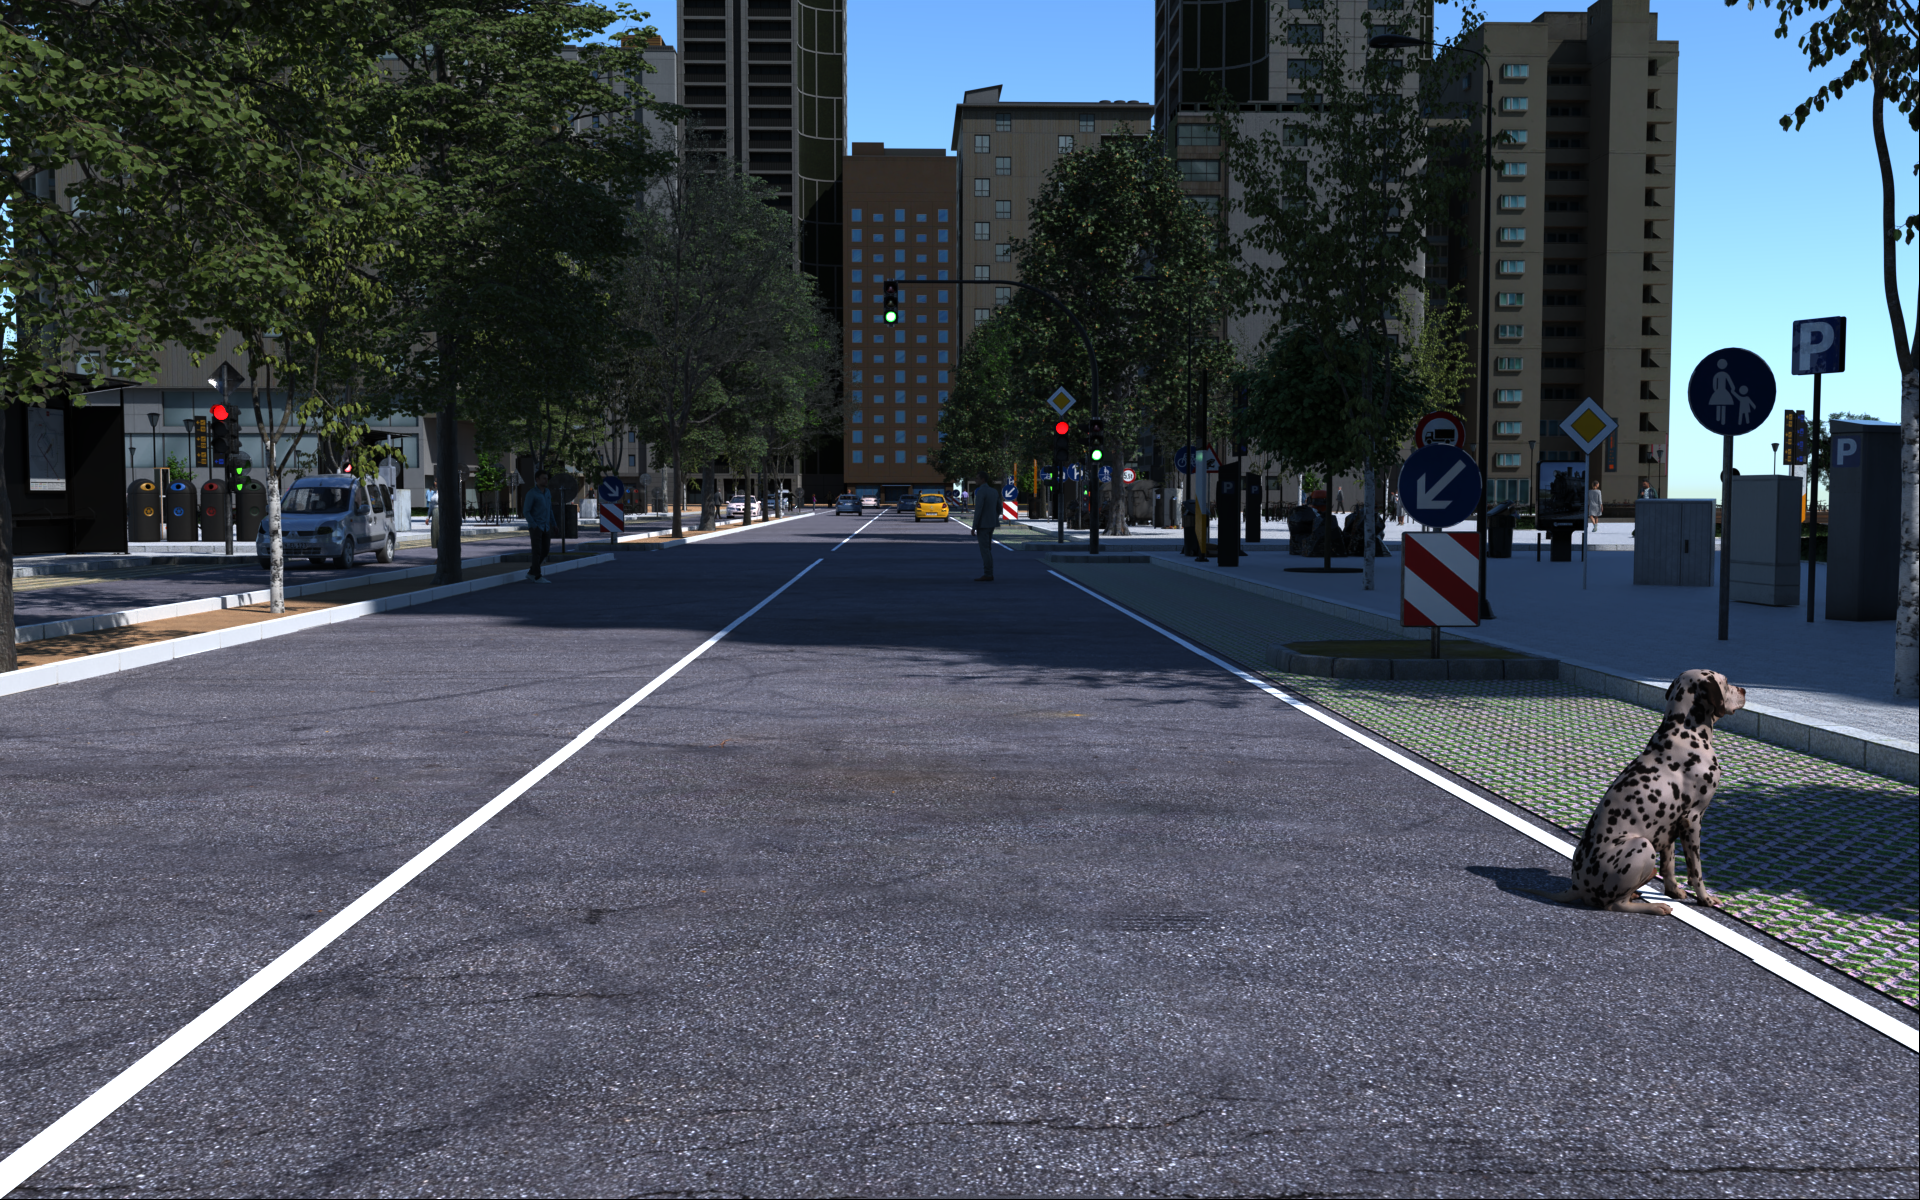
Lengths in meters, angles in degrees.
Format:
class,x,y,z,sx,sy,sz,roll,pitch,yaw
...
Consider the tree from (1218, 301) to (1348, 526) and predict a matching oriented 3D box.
class,x,y,z,sx,sy,sz,roll,pitch,yaw
tree,12.374,-6.958,64.119,4.360,8.622,3.978,0,3,0

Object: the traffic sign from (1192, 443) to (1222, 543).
class,x,y,z,sx,sy,sz,roll,pitch,yaw
traffic sign,6.325,-2.693,44.042,0.884,2.594,0.081,0,4,1

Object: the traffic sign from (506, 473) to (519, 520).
class,x,y,z,sx,sy,sz,roll,pitch,yaw
traffic sign,-21.703,-5.010,84.050,0.606,2.300,0.079,0,4,1

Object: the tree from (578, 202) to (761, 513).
class,x,y,z,sx,sy,sz,roll,pitch,yaw
tree,-20.920,-15.870,115.360,12.611,20.169,13.585,0,3,0

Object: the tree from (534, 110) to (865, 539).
class,x,y,z,sx,sy,sz,roll,pitch,yaw
tree,-9.100,-8.719,55.383,12.009,13.543,11.850,0,3,0

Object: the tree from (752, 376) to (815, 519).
class,x,y,z,sx,sy,sz,roll,pitch,yaw
tree,-9.984,-8.778,96.334,4.360,8.622,3.978,0,3,0

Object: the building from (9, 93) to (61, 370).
class,x,y,z,sx,sy,sz,roll,pitch,yaw
building,-72.122,-28.819,163.068,23.993,40.220,32.217,0,4,-2

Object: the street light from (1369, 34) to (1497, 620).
class,x,y,z,sx,sy,sz,roll,pitch,yaw
street light,4.831,-2.762,17.694,1.470,5.913,1.316,0,4,-2

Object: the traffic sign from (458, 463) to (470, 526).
class,x,y,z,sx,sy,sz,roll,pitch,yaw
traffic sign,-20.337,-4.308,70.539,0.768,2.556,0.104,0,4,5

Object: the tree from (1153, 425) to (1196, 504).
class,x,y,z,sx,sy,sz,roll,pitch,yaw
tree,13.649,-9.552,106.534,4.360,8.622,3.978,0,3,0

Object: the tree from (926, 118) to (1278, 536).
class,x,y,z,sx,sy,sz,roll,pitch,yaw
tree,4.912,-8.338,53.333,9.611,12.733,9.660,0,3,0

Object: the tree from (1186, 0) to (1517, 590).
class,x,y,z,sx,sy,sz,roll,pitch,yaw
tree,5.228,-4.437,22.909,4.737,8.622,4.395,0,3,0

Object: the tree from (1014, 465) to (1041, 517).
class,x,y,z,sx,sy,sz,roll,pitch,yaw
tree,3.872,-6.205,96.057,1.663,3.219,1.824,0,3,0

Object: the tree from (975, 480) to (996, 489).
class,x,y,z,sx,sy,sz,roll,pitch,yaw
tree,2.052,-8.782,138.190,1.663,3.219,1.824,0,3,0

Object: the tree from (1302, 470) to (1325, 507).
class,x,y,z,sx,sy,sz,roll,pitch,yaw
tree,22.759,-7.249,113.124,1.663,3.219,1.824,0,3,0

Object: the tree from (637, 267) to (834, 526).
class,x,y,z,sx,sy,sz,roll,pitch,yaw
tree,-9.401,-9.096,76.934,9.928,11.665,9.643,0,3,0

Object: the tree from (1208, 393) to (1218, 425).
class,x,y,z,sx,sy,sz,roll,pitch,yaw
tree,11.981,-7.341,70.385,4.360,8.622,3.978,0,3,0

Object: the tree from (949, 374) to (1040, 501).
class,x,y,z,sx,sy,sz,roll,pitch,yaw
tree,3.417,-13.216,122.734,9.857,13.997,8.962,0,3,0

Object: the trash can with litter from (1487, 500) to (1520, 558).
class,x,y,z,sx,sy,sz,roll,pitch,yaw
trash can with litter,10.634,-1.428,34.737,1.055,1.170,0.624,0,4,-8

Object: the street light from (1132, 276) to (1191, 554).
class,x,y,z,sx,sy,sz,roll,pitch,yaw
street light,4.358,-3.945,37.040,1.470,5.913,1.316,0,4,-2

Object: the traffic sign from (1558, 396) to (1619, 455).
class,x,y,z,sx,sy,sz,roll,pitch,yaw
traffic sign,8.442,-1.439,23.261,0.795,2.593,0.064,0,4,4

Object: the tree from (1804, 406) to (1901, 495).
class,x,y,z,sx,sy,sz,roll,pitch,yaw
tree,58.872,-9.028,110.517,11.467,7.101,20.602,0,4,-3

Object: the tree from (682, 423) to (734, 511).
class,x,y,z,sx,sy,sz,roll,pitch,yaw
tree,-20.076,-10.837,127.546,4.737,8.622,4.395,0,3,0

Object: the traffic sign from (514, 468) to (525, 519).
class,x,y,z,sx,sy,sz,roll,pitch,yaw
traffic sign,-22.504,-5.374,87.863,0.884,2.594,0.081,0,4,7

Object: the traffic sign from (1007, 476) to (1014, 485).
class,x,y,z,sx,sy,sz,roll,pitch,yaw
traffic sign,3.360,-7.032,115.086,0.768,2.556,0.104,0,4,6

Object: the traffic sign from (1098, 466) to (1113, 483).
class,x,y,z,sx,sy,sz,roll,pitch,yaw
traffic sign,6.608,-4.777,78.213,0.768,2.556,0.104,0,4,2

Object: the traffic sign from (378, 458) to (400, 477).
class,x,y,z,sx,sy,sz,roll,pitch,yaw
traffic sign,-19.891,-3.687,60.388,0.768,2.556,0.104,0,4,0

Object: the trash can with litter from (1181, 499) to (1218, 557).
class,x,y,z,sx,sy,sz,roll,pitch,yaw
trash can with litter,5.004,-1.473,35.475,0.624,1.170,1.055,-2,4,-28

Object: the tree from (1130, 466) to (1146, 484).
class,x,y,z,sx,sy,sz,roll,pitch,yaw
tree,12.305,-7.666,119.946,1.663,3.219,1.824,0,3,0

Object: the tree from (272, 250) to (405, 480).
class,x,y,z,sx,sy,sz,roll,pitch,yaw
tree,-18.320,-6.149,50.897,4.360,8.622,3.978,0,3,0

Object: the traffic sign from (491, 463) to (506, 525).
class,x,y,z,sx,sy,sz,roll,pitch,yaw
traffic sign,-18.850,-4.303,70.462,0.768,2.556,0.104,0,4,-1

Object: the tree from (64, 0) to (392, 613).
class,x,y,z,sx,sy,sz,roll,pitch,yaw
tree,-8.125,-4.124,20.242,4.737,8.622,4.395,0,3,0

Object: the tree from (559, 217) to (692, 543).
class,x,y,z,sx,sy,sz,roll,pitch,yaw
tree,-9.170,-5.690,45.857,4.360,8.622,3.978,0,3,0

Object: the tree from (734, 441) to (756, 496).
class,x,y,z,sx,sy,sz,roll,pitch,yaw
tree,-21.729,-13.384,169.183,4.737,8.622,4.395,0,3,0

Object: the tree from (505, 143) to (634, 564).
class,x,y,z,sx,sy,sz,roll,pitch,yaw
tree,-8.506,-5.021,34.907,4.737,8.622,4.395,0,3,0

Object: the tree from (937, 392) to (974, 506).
class,x,y,z,sx,sy,sz,roll,pitch,yaw
tree,0.941,-16.163,182.384,7.486,12.596,7.792,0,3,0

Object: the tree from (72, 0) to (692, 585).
class,x,y,z,sx,sy,sz,roll,pitch,yaw
tree,-8.184,-6.531,27.373,7.486,12.596,7.792,0,3,0

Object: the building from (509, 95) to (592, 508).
class,x,y,z,sx,sy,sz,roll,pitch,yaw
building,-48.158,-28.899,164.385,23.993,40.220,32.217,0,4,-2

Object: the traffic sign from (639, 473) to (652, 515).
class,x,y,z,sx,sy,sz,roll,pitch,yaw
traffic sign,-19.303,-6.495,106.298,0.768,2.556,0.104,0,4,6

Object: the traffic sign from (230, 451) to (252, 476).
class,x,y,z,sx,sy,sz,roll,pitch,yaw
traffic sign,-21.246,-3.119,51.110,0.768,2.556,0.104,0,4,7

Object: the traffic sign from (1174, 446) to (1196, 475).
class,x,y,z,sx,sy,sz,roll,pitch,yaw
traffic sign,5.989,-2.768,45.368,0.768,2.556,0.104,0,4,5

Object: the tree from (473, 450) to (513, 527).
class,x,y,z,sx,sy,sz,roll,pitch,yaw
tree,-18.827,-4.527,68.622,1.663,3.219,1.824,0,3,0

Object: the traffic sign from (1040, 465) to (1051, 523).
class,x,y,z,sx,sy,sz,roll,pitch,yaw
traffic sign,3.946,-4.714,77.178,0.768,2.556,0.104,0,4,4

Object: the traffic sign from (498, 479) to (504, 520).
class,x,y,z,sx,sy,sz,roll,pitch,yaw
traffic sign,-22.653,-5.182,84.824,0.768,2.556,0.104,0,4,3

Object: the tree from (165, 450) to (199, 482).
class,x,y,z,sx,sy,sz,roll,pitch,yaw
tree,-34.984,-5.034,76.908,1.663,3.219,1.824,0,3,0

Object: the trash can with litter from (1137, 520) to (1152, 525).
class,x,y,z,sx,sy,sz,roll,pitch,yaw
trash can with litter,7.754,-3.672,71.429,1.055,1.170,0.624,-1,4,-15

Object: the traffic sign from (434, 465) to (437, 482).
class,x,y,z,sx,sy,sz,roll,pitch,yaw
traffic sign,-18.133,-3.581,60.680,0.606,2.300,0.079,0,4,3

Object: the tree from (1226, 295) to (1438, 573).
class,x,y,z,sx,sy,sz,roll,pitch,yaw
tree,6.151,-2.746,28.615,4.285,4.588,4.351,0,3,0

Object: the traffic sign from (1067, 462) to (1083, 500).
class,x,y,z,sx,sy,sz,roll,pitch,yaw
traffic sign,4.610,-4.170,68.284,0.768,2.556,0.104,0,4,1

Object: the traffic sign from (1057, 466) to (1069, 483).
class,x,y,z,sx,sy,sz,roll,pitch,yaw
traffic sign,4.523,-4.766,78.037,0.768,2.556,0.104,0,4,7

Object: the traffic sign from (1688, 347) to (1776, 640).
class,x,y,z,sx,sy,sz,roll,pitch,yaw
traffic sign,6.717,-0.921,15.166,0.768,2.556,0.104,0,3,0

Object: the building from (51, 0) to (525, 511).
class,x,y,z,sx,sy,sz,roll,pitch,yaw
building,-48.924,-33.169,131.557,28.713,52.752,27.495,0,4,-2

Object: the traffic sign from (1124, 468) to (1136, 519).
class,x,y,z,sx,sy,sz,roll,pitch,yaw
traffic sign,8.191,-5.160,84.467,0.768,2.556,0.104,0,4,1

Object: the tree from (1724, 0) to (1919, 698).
class,x,y,z,sx,sy,sz,roll,pitch,yaw
tree,6.047,-3.675,10.456,4.360,8.622,3.978,0,3,0

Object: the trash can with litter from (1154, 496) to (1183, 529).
class,x,y,z,sx,sy,sz,roll,pitch,yaw
trash can with litter,8.024,-3.238,64.005,1.678,1.210,2.233,1,4,15

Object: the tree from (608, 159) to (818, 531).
class,x,y,z,sx,sy,sz,roll,pitch,yaw
tree,-9.819,-9.649,66.872,9.857,13.997,8.962,0,3,0

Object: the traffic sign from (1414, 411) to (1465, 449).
class,x,y,z,sx,sy,sz,roll,pitch,yaw
traffic sign,7.342,-1.619,26.581,0.768,2.556,0.104,0,4,4

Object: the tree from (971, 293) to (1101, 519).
class,x,y,z,sx,sy,sz,roll,pitch,yaw
tree,4.168,-10.027,89.693,9.928,11.665,9.643,0,3,0

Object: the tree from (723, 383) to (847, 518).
class,x,y,z,sx,sy,sz,roll,pitch,yaw
tree,-10.853,-10.171,103.172,8.767,10.594,7.601,0,4,-2
